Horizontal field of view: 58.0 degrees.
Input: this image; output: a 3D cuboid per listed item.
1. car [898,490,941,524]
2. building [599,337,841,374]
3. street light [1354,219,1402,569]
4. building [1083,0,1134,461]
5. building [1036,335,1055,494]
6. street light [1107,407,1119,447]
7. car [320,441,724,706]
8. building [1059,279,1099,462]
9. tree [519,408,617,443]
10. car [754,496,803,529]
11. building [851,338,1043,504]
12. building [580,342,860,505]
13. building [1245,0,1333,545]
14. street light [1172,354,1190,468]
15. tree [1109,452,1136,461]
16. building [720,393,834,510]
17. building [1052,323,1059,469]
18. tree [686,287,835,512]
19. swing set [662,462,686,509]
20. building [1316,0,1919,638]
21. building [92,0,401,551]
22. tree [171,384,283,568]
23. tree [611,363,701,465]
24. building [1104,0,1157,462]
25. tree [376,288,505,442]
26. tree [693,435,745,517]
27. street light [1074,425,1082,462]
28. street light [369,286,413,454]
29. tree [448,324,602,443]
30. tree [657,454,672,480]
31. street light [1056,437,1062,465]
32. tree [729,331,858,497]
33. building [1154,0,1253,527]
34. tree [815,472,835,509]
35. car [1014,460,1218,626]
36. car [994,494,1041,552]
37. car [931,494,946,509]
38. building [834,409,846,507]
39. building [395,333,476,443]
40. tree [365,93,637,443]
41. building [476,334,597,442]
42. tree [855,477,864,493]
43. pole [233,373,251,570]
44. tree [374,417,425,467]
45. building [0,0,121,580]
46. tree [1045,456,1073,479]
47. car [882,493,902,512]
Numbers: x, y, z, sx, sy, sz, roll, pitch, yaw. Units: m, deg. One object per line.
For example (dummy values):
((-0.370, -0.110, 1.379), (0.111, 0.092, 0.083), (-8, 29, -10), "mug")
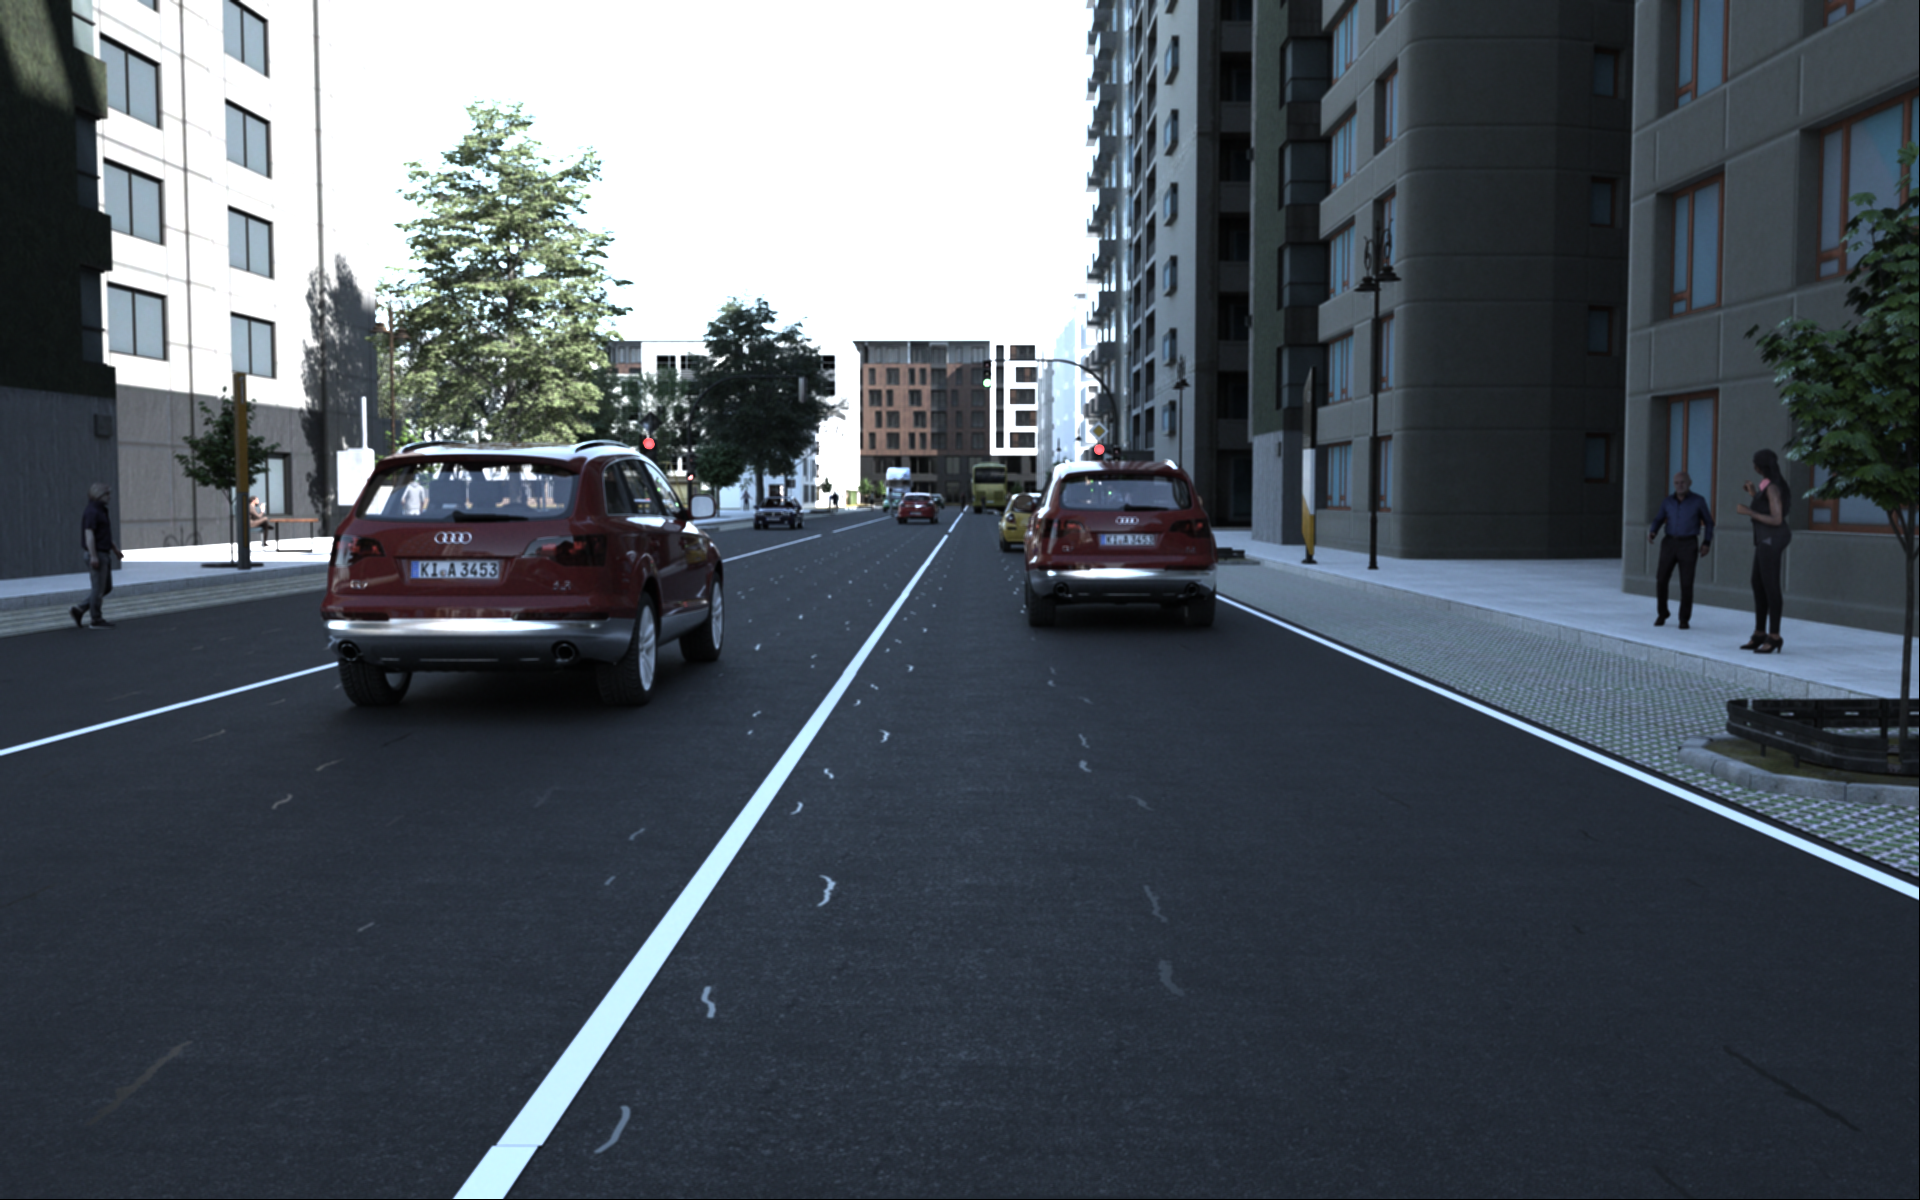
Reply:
((-2.031, -4.647, 85.020), (2.155, 1.783, 4.494), (0, 4, 3), "car")
((-32.081, -24.223, 240.027), (32.646, 21.610, 27.936), (0, 4, 1), "building")
((7.051, -3.462, 29.392), (0.468, 5.910, 1.993), (0, 4, 1), "street light")
((20.591, -30.946, 125.576), (23.786, 49.044, 30.456), (0, 4, 1), "building")
((17.812, -20.472, 201.169), (16.747, 18.905, 31.486), (0, 4, 1), "building")
((7.521, -6.880, 85.273), (0.468, 5.910, 1.993), (0, 4, 1), "street light")
((-3.102, -0.281, 13.260), (2.281, 1.827, 5.304), (0, 4, 1), "car")
((17.434, -18.294, 155.533), (16.016, 20.091, 11.380), (0, 4, 1), "building")
((-13.455, -4.627, 59.358), (4.285, 4.588, 4.351), (0, 3, 0), "tree")
((-7.469, -3.598, 71.407), (1.945, 1.354, 3.894), (0, 4, 1), "car")
((1.934, -24.228, 240.109), (32.646, 21.610, 27.936), (0, 4, 1), "building")
((-28.482, -21.010, 209.967), (31.486, 18.905, 16.747), (0, 4, 1), "building")
((15.181, -16.988, 49.452), (14.160, 30.474, 14.107), (0, 4, 1), "building")
((7.323, -5.181, 57.495), (0.468, 5.910, 1.993), (0, 4, 1), "street light")
((7.560, -5.115, 78.231), (1.663, 3.219, 1.824), (0, 3, 0), "tree")
((-17.387, -13.119, 156.643), (9.099, 9.664, 28.070), (0, 4, 1), "building")
((17.328, -19.025, 167.480), (16.016, 20.091, 11.380), (0, 4, 1), "building")
((-12.242, -12.188, 105.934), (9.857, 13.997, 8.962), (0, 3, 0), "tree")
((-15.277, -5.306, 84.377), (3.119, 2.851, 2.862), (2, 4, 34), "swing set")
((22.498, -11.170, 27.669), (27.650, 21.520, 28.899), (0, 4, 1), "building")
((-28.919, -37.133, 45.378), (20.611, 71.187, 20.563), (0, 4, 1), "building")
((-12.969, -2.209, 30.714), (1.663, 3.219, 1.824), (0, 3, 0), "tree")
((-24.080, -12.902, 136.710), (9.928, 11.665, 9.643), (0, 3, 0), "tree")
((18.915, -40.420, 99.124), (20.563, 71.187, 20.611), (0, 4, 1), "building")
((-31.619, -11.778, 102.936), (12.009, 13.543, 11.850), (0, 3, 0), "tree")
((-13.350, -6.855, 95.798), (4.285, 4.588, 4.351), (0, 3, 0), "tree")
((7.754, -8.624, 113.788), (0.468, 5.910, 1.993), (0, 4, 1), "street light")
((-12.662, -4.029, 38.669), (0.468, 5.910, 1.993), (0, 4, 1), "street light")
((-22.481, -9.433, 88.643), (8.767, 10.594, 7.601), (0, 4, -7), "tree")
((-13.071, -4.802, 73.117), (1.663, 3.219, 1.824), (0, 3, 0), "tree")
((8.027, -10.289, 141.019), (0.468, 5.910, 1.993), (0, 4, 1), "street light")
((-12.715, -13.264, 127.240), (12.009, 13.543, 11.850), (0, 3, 0), "tree")
((19.587, -27.645, 75.697), (21.600, 48.544, 21.300), (0, 4, 1), "building")
((-11.699, -9.639, 152.194), (1.663, 3.219, 1.824), (0, 3, 0), "tree")
((1.782, -0.712, 20.314), (2.281, 1.827, 5.304), (0, 4, 1), "car")
((1.883, -2.083, 44.275), (2.015, 1.641, 3.980), (0, 3, 0), "car")
((-2.450, -9.663, 169.784), (2.131, 1.459, 4.920), (0, 4, 0), "car")
((-16.669, -14.832, 184.655), (9.099, 9.664, 28.070), (0, 4, 1), "building")
((-61.627, -21.576, 209.180), (11.380, 20.091, 16.016), (0, 4, 1), "building")
((-13.161, -8.080, 50.228), (7.486, 12.596, 7.792), (0, 3, 0), "tree")
((-50.243, -21.600, 209.580), (11.380, 20.091, 16.016), (0, 4, 1), "building")
((-11.158, -12.624, 201.008), (1.663, 3.219, 1.824), (0, 3, 0), "tree")
((-12.151, -2.169, 29.307), (0.158, 3.312, 0.155), (0, 3, 0), "pole")
((-13.886, -3.012, 43.855), (1.663, 3.219, 1.824), (0, 3, 0), "tree")
((-21.324, -15.290, 21.701), (14.160, 30.474, 14.107), (0, 4, 1), "building")
((8.833, -9.951, 146.405), (4.285, 4.588, 4.351), (0, 3, 0), "tree")
((-5.295, -8.003, 139.647), (1.959, 1.807, 4.718), (0, 4, -1), "car")
